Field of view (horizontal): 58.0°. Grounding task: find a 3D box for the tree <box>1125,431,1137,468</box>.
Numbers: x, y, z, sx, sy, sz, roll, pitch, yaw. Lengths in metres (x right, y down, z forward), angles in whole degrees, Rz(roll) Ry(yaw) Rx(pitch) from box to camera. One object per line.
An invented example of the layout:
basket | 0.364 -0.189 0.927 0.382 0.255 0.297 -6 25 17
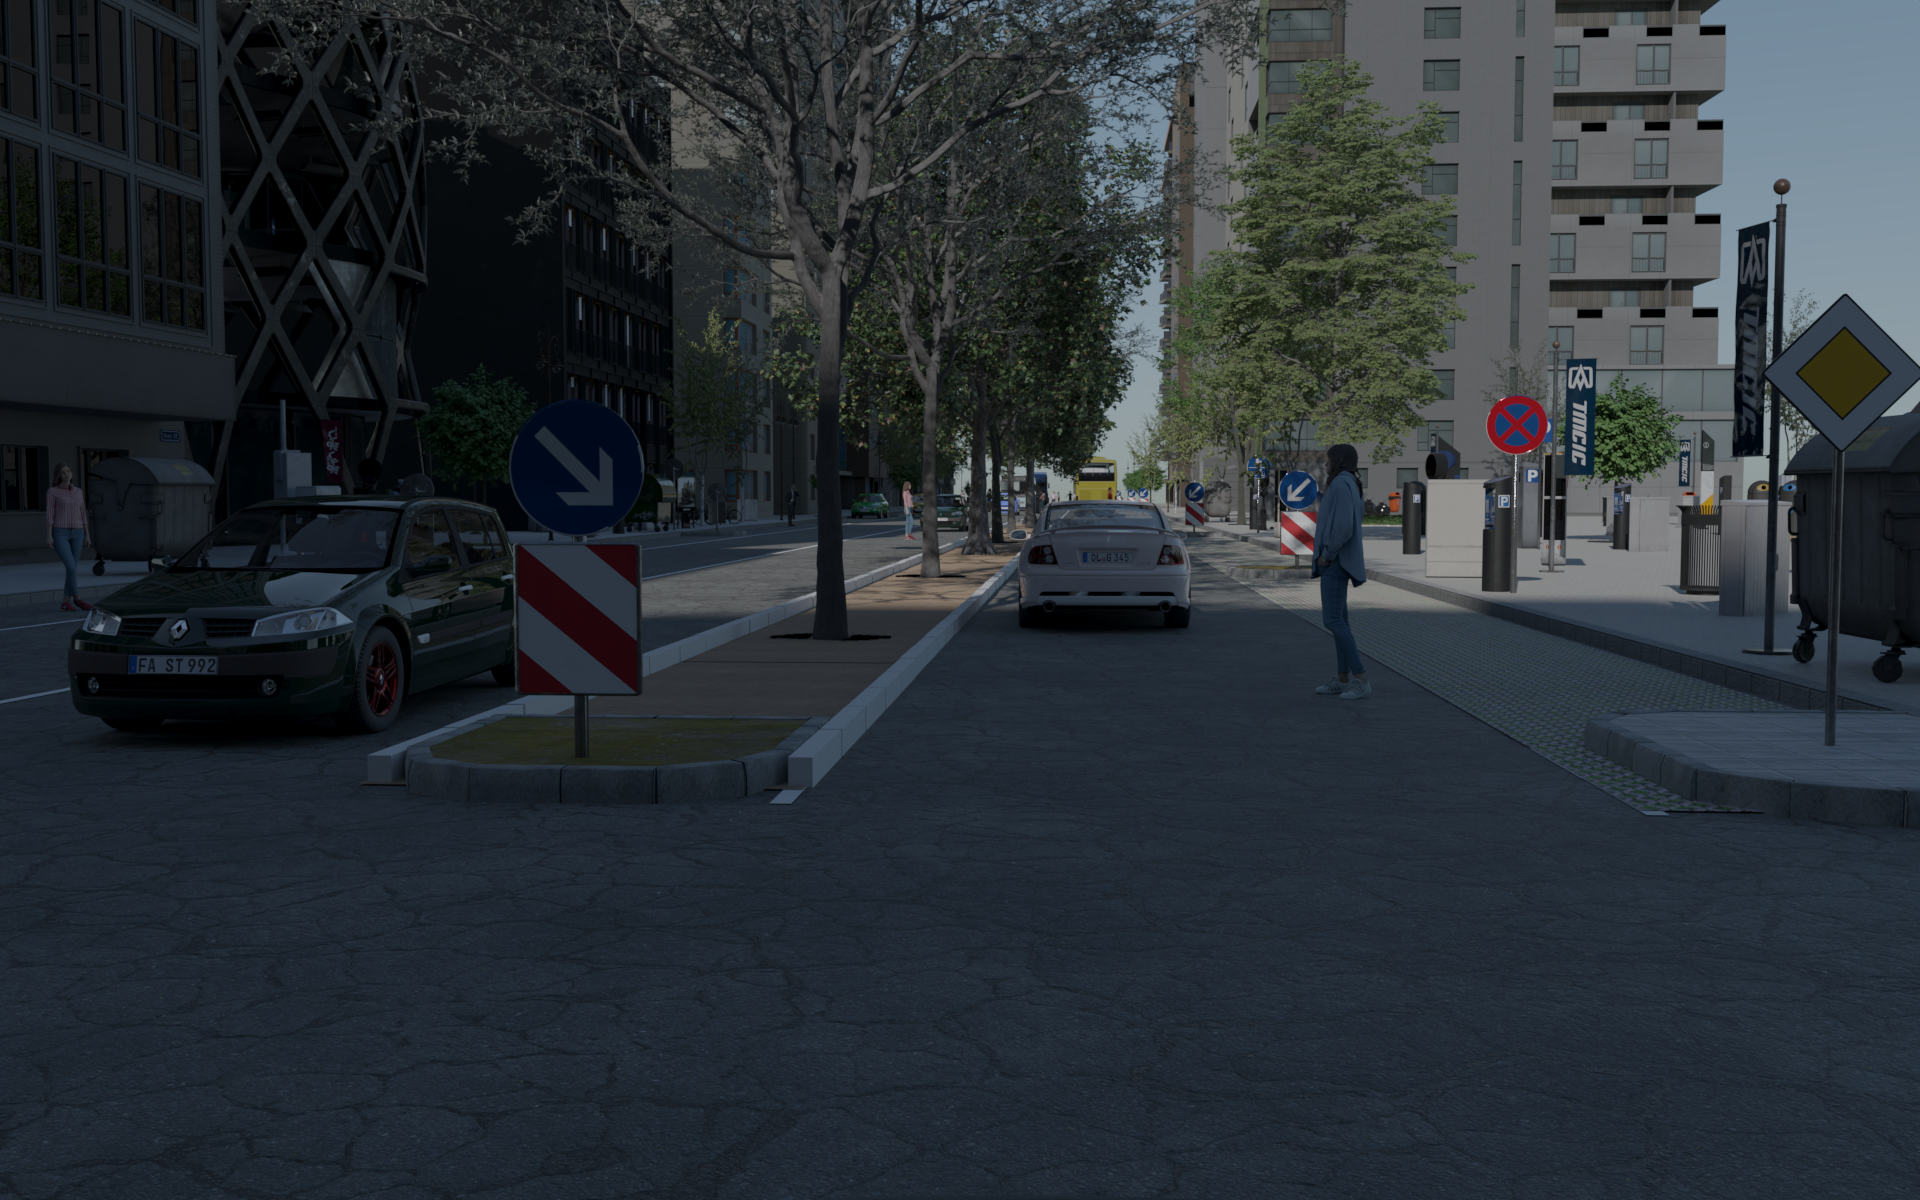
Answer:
tree | 16.986 -12.459 154.065 4.737 8.622 4.395 0 3 0

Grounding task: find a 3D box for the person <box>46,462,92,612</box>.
person | -10.897 -0.772 21.129 0.388 1.821 0.555 1 4 22

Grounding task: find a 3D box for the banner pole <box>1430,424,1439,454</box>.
banner pole | 17.145 -4.440 62.616 0.401 3.779 0.863 0 4 -6

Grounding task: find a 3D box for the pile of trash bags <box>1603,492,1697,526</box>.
pile of trash bags | 27.114 -3.563 68.009 3.447 1.369 1.912 1 4 16

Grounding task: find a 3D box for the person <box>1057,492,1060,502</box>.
person | 13.435 -13.765 234.345 0.721 1.735 1.217 0 4 -5

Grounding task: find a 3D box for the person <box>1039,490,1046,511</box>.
person | 6.874 -8.269 144.404 0.721 1.736 1.217 2 4 28

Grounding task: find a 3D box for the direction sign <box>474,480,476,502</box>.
direction sign | -15.451 -3.862 55.142 0.876 3.537 0.379 1 4 9

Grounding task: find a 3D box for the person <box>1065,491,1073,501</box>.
person | 12.932 -11.895 202.993 1.348 1.822 0.705 -1 4 -10

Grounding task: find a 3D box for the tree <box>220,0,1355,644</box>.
tree | -1.295 -6.358 16.787 12.009 13.543 11.850 0 3 0

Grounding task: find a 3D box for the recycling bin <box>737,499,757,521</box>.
recycling bin | -10.048 -4.236 81.814 0.722 1.027 0.722 -2 4 -35

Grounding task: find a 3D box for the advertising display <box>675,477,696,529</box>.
advertising display | -10.191 -3.614 64.295 0.123 1.923 0.974 2 4 34

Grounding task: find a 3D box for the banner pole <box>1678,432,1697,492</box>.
banner pole | 29.311 -4.874 69.705 0.401 3.779 0.863 -3 5 -41

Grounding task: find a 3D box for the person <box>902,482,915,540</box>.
person | -1.610 -2.801 54.308 0.388 1.821 0.555 0 4 3

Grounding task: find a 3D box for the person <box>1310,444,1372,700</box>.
person | 2.730 -0.219 12.344 0.793 1.790 0.793 -1 4 -17

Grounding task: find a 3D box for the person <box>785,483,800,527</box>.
person | -7.418 -4.216 76.793 0.474 1.900 0.648 2 4 32

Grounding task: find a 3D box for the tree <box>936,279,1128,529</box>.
tree | 2.973 -9.194 70.906 7.486 12.596 7.792 0 3 0

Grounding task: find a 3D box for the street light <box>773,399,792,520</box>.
street light | -8.685 -6.810 84.129 0.468 5.910 1.993 0 4 4

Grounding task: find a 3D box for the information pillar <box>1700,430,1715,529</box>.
information pillar | 27.203 -4.388 63.093 0.504 3.616 0.183 -1 4 -8

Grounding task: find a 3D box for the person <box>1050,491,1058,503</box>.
person | 9.324 -9.954 172.183 0.756 1.711 0.436 1 4 19

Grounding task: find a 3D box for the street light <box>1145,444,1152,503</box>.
street light | 17.392 -11.336 158.139 0.468 5.910 1.993 0 4 4

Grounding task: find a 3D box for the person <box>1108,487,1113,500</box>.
person | 8.757 -5.639 100.634 0.705 1.831 1.348 1 4 13

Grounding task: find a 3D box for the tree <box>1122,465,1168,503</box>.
tree | 20.523 -13.098 197.871 4.285 4.588 4.351 0 3 0

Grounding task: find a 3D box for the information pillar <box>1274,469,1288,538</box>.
information pillar | 9.384 -2.822 50.632 0.304 2.012 0.304 -1 4 -13

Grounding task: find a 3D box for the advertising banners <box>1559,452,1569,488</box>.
advertising banners | 24.180 -4.609 71.552 2.074 3.025 0.090 2 4 31

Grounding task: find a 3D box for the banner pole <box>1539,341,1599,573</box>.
banner pole | 9.934 -2.339 28.255 0.863 3.779 0.401 2 4 25

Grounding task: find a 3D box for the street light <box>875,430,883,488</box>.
street light | -5.783 -9.285 124.601 0.468 5.910 1.993 0 4 4

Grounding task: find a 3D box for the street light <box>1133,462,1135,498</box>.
street light | 20.685 -14.258 205.902 0.468 5.910 1.993 0 4 4

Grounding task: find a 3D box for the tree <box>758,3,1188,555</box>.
tree | 0.439 -7.389 40.269 9.611 12.733 9.660 0 3 0

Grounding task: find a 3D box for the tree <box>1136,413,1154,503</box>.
tree | 12.583 -8.779 93.901 4.737 8.622 4.395 0 3 0

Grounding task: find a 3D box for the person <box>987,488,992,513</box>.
person | 2.260 -7.432 129.643 0.705 1.869 1.348 -1 4 -17

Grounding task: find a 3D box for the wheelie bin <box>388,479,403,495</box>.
wheelie bin | -12.009 -1.818 37.635 0.693 1.594 0.980 1 4 20

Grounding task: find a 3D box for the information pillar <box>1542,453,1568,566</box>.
information pillar | 10.643 -1.621 30.992 0.304 2.012 0.304 -1 4 -20

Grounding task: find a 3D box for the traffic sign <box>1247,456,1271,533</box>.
traffic sign | 9.790 -3.466 56.782 0.768 2.556 0.104 1 4 9

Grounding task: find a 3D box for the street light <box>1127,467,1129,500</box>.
street light | 23.508 -16.495 242.474 0.468 5.910 1.993 0 4 4

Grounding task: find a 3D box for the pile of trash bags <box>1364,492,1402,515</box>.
pile of trash bags | 18.681 -4.176 78.034 3.447 1.369 1.912 -3 4 -39

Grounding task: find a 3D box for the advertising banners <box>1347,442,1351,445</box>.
advertising banners | 13.402 -3.845 59.058 0.090 3.025 2.074 2 4 25

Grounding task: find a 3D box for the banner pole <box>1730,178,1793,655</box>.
banner pole | 6.501 -1.472 14.082 0.401 3.779 0.863 0 4 -5

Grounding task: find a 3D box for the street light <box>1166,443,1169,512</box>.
street light | 14.627 -9.099 121.563 0.468 5.910 1.993 0 4 4

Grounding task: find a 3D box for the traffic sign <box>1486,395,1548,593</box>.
traffic sign | 7.165 -1.361 22.352 0.768 2.556 0.104 1 4 11

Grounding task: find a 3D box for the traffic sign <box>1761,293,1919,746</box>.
traffic sign | 4.438 -0.314 8.777 0.795 2.450 0.064 0 4 4

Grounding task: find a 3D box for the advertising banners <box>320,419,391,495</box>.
advertising banners | -13.905 -2.706 40.437 2.074 3.025 0.090 0 4 6

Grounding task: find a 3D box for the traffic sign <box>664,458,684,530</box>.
traffic sign | -10.149 -3.750 61.411 0.768 2.556 0.104 1 4 11

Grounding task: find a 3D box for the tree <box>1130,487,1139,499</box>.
tree | 20.696 -12.688 202.043 1.663 3.219 1.824 0 3 0

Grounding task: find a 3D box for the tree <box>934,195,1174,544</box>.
tree | 0.989 -7.457 50.139 9.928 11.665 9.643 0 3 0

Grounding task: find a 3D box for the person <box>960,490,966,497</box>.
person | 0.165 -6.918 122.274 0.621 1.740 0.551 0 4 -4

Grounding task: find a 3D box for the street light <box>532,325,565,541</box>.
street light | -11.264 -4.572 47.536 0.468 5.910 1.993 0 4 4

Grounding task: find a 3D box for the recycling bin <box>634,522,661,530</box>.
recycling bin | -11.104 -2.994 61.504 0.722 1.027 0.722 3 5 39

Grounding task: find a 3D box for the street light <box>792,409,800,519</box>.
street light | -8.397 -7.009 87.393 0.468 5.910 1.993 0 4 4

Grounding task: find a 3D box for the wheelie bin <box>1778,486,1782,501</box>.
wheelie bin | 31.469 -3.538 65.755 0.980 1.594 0.693 0 4 6

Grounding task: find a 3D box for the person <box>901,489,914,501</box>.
person | -3.639 -7.204 126.375 1.348 1.812 0.705 1 4 18
